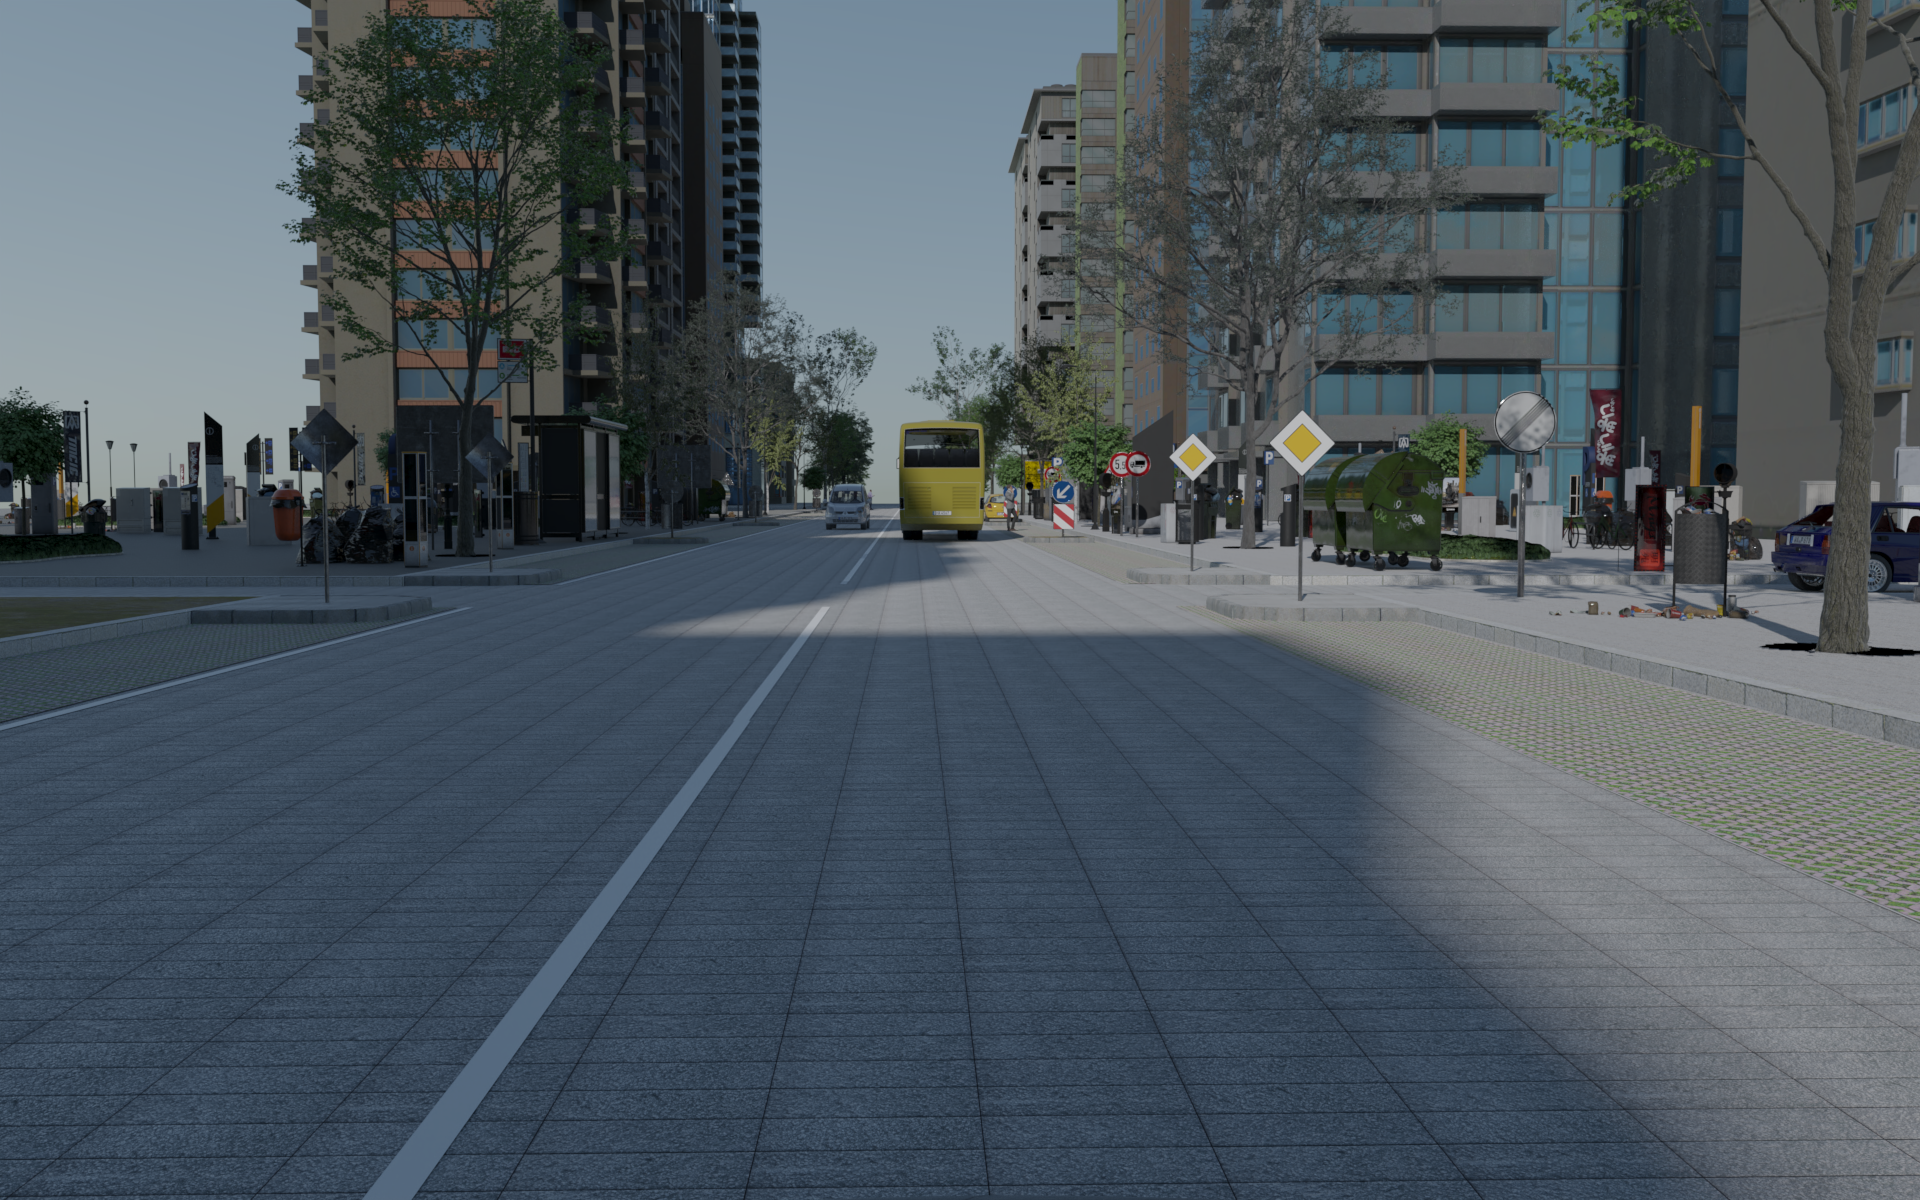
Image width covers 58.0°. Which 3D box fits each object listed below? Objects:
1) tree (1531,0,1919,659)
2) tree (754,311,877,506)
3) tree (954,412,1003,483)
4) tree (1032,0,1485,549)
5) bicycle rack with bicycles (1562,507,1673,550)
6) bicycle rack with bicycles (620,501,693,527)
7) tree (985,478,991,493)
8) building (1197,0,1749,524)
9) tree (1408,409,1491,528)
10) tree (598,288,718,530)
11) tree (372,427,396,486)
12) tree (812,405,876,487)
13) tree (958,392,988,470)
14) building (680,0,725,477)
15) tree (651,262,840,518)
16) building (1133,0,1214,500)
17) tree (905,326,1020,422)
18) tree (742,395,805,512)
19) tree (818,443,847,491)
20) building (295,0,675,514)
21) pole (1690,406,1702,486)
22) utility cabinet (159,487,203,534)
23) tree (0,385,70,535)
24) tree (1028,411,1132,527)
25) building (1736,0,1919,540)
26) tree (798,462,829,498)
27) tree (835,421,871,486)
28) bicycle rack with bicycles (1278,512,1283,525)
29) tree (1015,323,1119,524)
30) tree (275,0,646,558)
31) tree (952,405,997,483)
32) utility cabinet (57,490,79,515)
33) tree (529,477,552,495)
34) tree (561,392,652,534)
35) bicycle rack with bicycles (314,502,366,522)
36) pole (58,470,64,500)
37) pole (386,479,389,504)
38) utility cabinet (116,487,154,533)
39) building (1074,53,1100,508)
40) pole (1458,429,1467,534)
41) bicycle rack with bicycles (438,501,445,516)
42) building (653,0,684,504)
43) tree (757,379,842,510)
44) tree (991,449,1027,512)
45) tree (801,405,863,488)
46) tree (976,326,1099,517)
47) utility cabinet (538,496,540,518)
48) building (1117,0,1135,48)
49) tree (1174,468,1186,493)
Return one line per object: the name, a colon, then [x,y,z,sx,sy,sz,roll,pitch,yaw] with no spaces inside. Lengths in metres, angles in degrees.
tree: [7.149,-5.370,13.561,9.928,11.665,9.643,0,3,0]
tree: [-15.223,-19.837,180.229,12.611,20.169,13.585,0,3,0]
tree: [1.006,-19.164,230.339,9.611,12.733,9.660,0,3,0]
tree: [6.921,-7.945,40.270,12.009,13.543,11.850,0,3,0]
bicycle rack with bicycles: [15.368,-1.658,40.497,2.852,0.926,2.925,0,4,4]
bicycle rack with bicycles: [-12.501,-3.415,69.209,2.925,0.926,2.852,2,4,33]
tree: [2.416,-11.149,176.892,1.663,3.219,1.824,0,3,0]
building: [24.584,-28.646,87.968,23.786,49.044,30.456,0,4,-2]
tree: [18.693,-5.077,66.716,4.285,4.588,4.351,0,3,0]
tree: [-11.134,-6.844,62.254,4.360,8.622,3.978,0,3,0]
tree: [-23.251,-5.495,73.565,4.285,4.588,4.351,0,3,0]
tree: [-16.883,-20.940,249.030,9.857,13.997,8.962,0,3,0]
tree: [3.149,-14.673,165.654,9.928,11.665,9.643,0,3,0]
building: [-29.458,-31.138,159.209,14.600,45.320,14.200,0,4,-2]
tree: [-11.694,-11.160,92.829,12.009,13.543,11.850,0,3,0]
building: [19.032,-28.234,111.731,14.600,45.320,14.200,0,4,-2]
tree: [-0.271,-20.840,196.618,12.611,20.169,13.585,0,3,0]
tree: [-13.242,-10.434,120.960,4.737,8.622,4.395,0,3,0]
tree: [-16.339,-16.768,224.513,4.360,8.622,3.978,0,3,0]
building: [-31.470,-28.261,116.687,22.147,44.769,28.867,0,4,-2]
pole: [17.079,-2.837,40.236,0.158,3.312,0.155,0,3,0]
utility cabinet: [-24.419,-2.796,54.392,1.173,1.500,0.318,1,4,11]
tree: [-28.450,-4.198,52.352,4.285,4.588,4.351,0,3,0]
tree: [5.474,-5.177,68.356,4.285,4.588,4.351,0,3,0]
building: [33.325,-25.784,45.267,21.600,48.544,21.300,0,4,-2]
tree: [-14.469,-11.509,171.880,4.285,4.588,4.351,0,3,0]
tree: [-17.337,-21.006,261.579,7.486,12.596,7.792,0,3,0]
bicycle rack with bicycles: [13.028,-3.102,64.101,2.925,0.926,2.852,3,5,40]
tree: [4.747,-7.549,73.787,4.737,8.622,4.395,0,3,0]
tree: [-9.984,-6.689,35.116,9.928,11.665,9.643,0,3,0]
tree: [1.570,-18.179,215.361,7.486,12.596,7.792,0,3,0]
utility cabinet: [-44.497,-4.734,86.077,0.318,1.500,1.173,3,5,43]
tree: [-18.546,-5.131,78.492,1.663,3.219,1.824,0,3,0]
tree: [-11.478,-4.429,56.125,4.285,4.588,4.351,0,3,0]
bicycle rack with bicycles: [-27.448,-3.918,77.443,2.925,0.926,2.852,-3,5,-43]
pole: [-42.519,-5.388,81.935,0.158,3.312,0.155,0,3,0]
pole: [-30.005,-5.935,90.883,0.158,3.312,0.155,0,3,0]
utility cabinet: [-27.109,-2.942,56.786,1.173,1.500,0.318,1,4,21]
building: [17.801,-29.422,164.636,14.154,41.232,14.086,0,4,-2]
pole: [15.770,-3.702,54.370,0.158,3.312,0.155,0,3,0]
bicycle rack with bicycles: [-27.426,-4.637,89.189,2.852,0.926,2.925,2,4,33]
building: [-31.371,-42.977,140.933,20.563,71.187,20.611,0,4,-2]
tree: [-13.045,-12.586,140.188,7.601,10.594,8.767,0,4,8]
tree: [3.828,-8.686,125.721,4.285,4.588,4.351,0,3,0]
tree: [-14.928,-16.906,202.167,9.928,11.665,9.643,0,3,0]
tree: [4.392,-9.958,97.233,8.767,10.594,7.601,3,4,36]
utility cabinet: [-18.280,-3.891,74.783,1.020,1.237,0.306,-2,4,-29]
building: [18.188,-27.073,126.231,14.154,41.232,14.086,0,4,-2]
tree: [10.890,-5.736,88.380,1.663,3.219,1.824,0,3,0]
